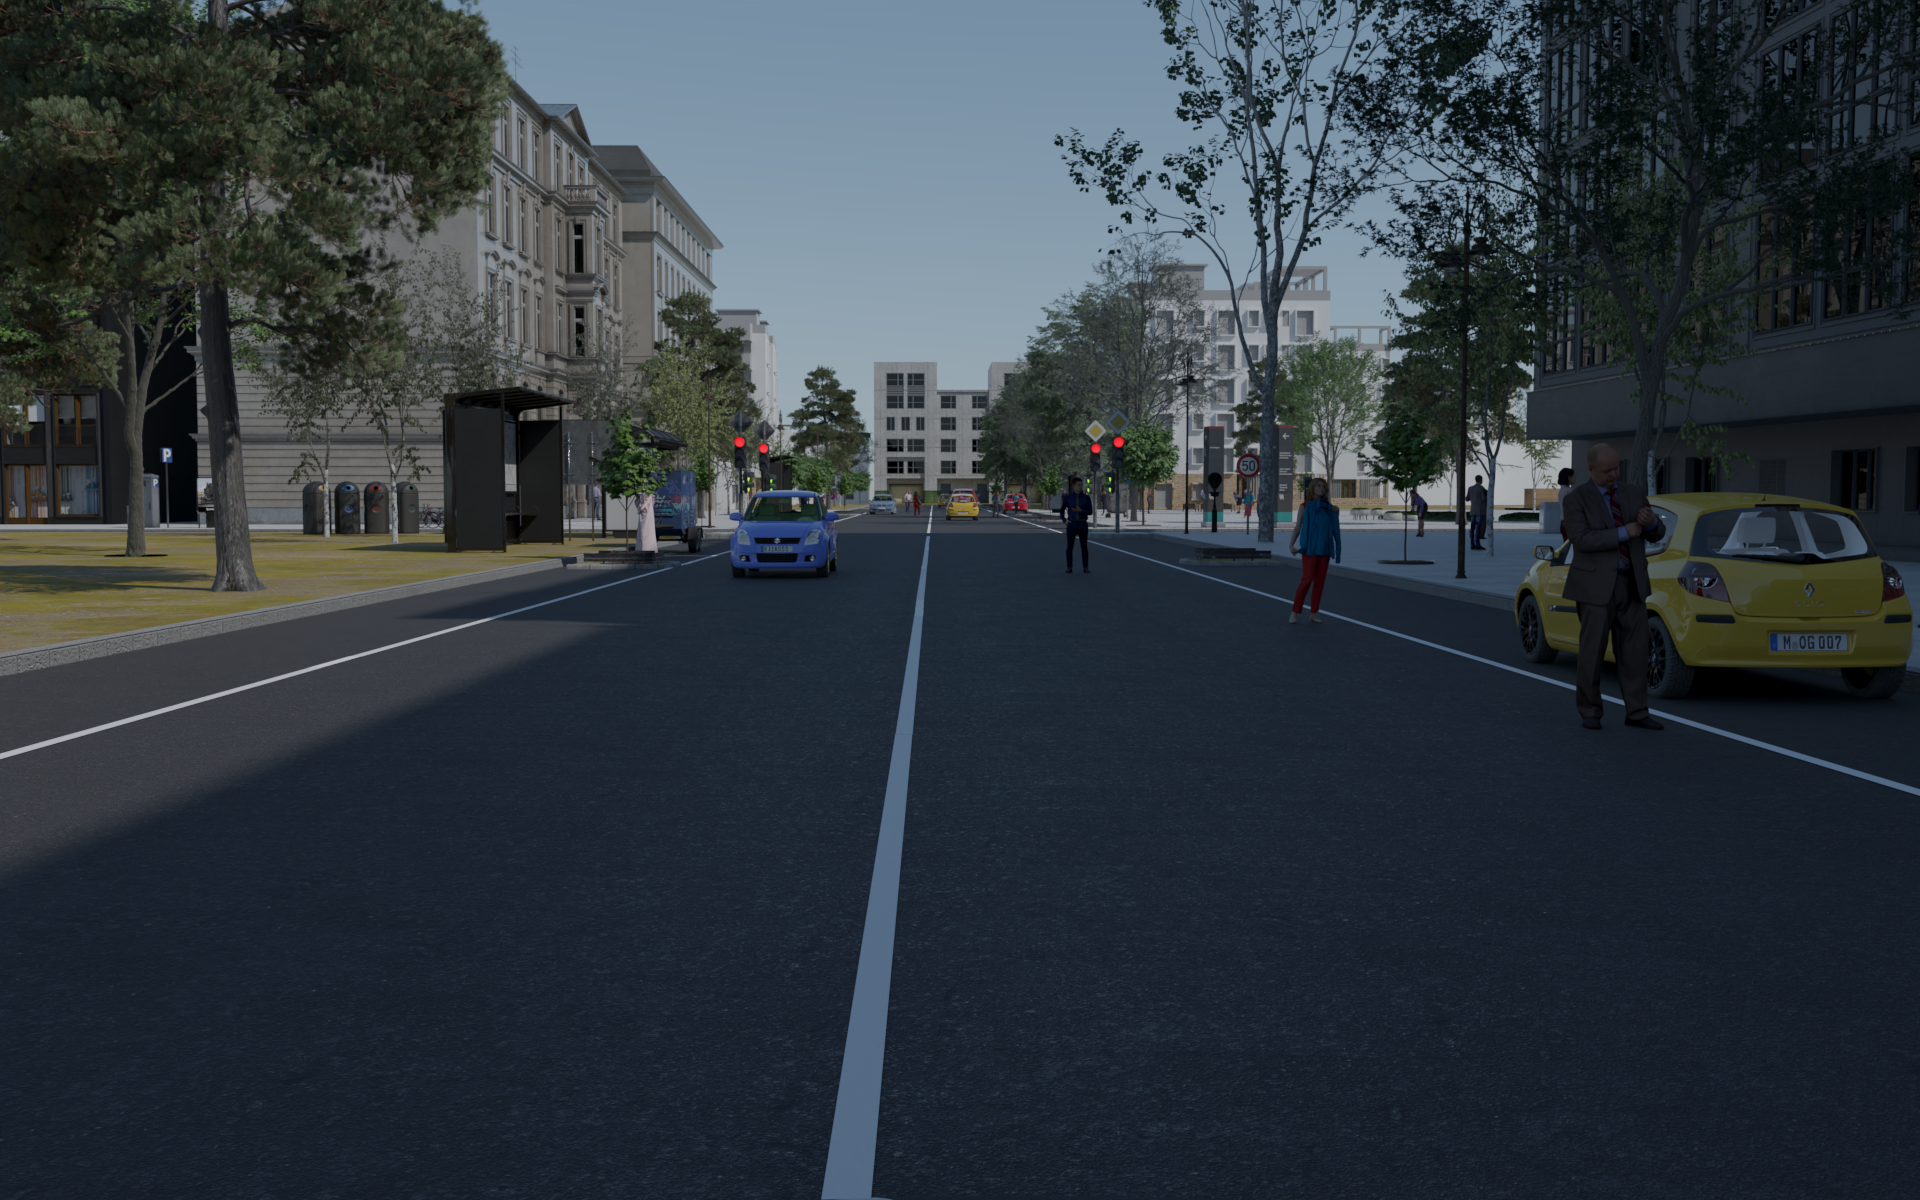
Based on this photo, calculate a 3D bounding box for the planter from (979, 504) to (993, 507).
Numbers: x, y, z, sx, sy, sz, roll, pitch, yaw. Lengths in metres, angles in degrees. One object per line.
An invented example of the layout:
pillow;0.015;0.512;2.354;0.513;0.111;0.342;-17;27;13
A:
planter;3.117;-10.587;194.236;1.991;0.319;1.994;0;4;-1

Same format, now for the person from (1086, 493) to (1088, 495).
person;6.927;-5.700;99.769;0.750;1.759;0.617;-2;4;-29

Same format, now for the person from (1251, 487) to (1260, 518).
person;11.497;-3.568;66.338;0.435;1.587;0.963;2;4;29

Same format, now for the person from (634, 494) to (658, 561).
person;-6.678;-1.678;36.609;0.621;1.740;0.551;-2;4;-31

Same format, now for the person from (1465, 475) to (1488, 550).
person;11.912;-2.008;39.700;0.431;1.722;0.655;-1;4;-20

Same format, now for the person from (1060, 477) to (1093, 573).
person;2.122;-1.362;31.472;0.576;1.737;0.504;0;4;-6

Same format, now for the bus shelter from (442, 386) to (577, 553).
bus shelter;-10.495;-3.030;40.825;1.731;3.624;6.357;0;4;-1

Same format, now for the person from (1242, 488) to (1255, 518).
person;15.335;-5.155;92.026;0.593;1.614;0.444;3;5;43

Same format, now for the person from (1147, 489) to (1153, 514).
person;12.373;-6.440;112.809;0.415;1.643;0.593;-1;4;-13

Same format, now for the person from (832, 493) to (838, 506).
person;-13.731;-11.087;190.555;0.697;1.427;0.421;2;4;29

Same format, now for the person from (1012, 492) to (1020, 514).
person;3.874;-6.664;119.665;0.429;1.552;0.499;-2;4;-26

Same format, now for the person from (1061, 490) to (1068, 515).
person;6.645;-6.129;108.468;0.471;1.553;0.569;-2;4;-25

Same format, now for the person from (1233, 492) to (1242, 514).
person;18.251;-6.405;114.003;0.421;1.427;0.697;-3;5;-40

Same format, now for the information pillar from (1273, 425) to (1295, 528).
information pillar;12.136;-4.643;65.293;0.750;3.857;0.750;-1;4;-16

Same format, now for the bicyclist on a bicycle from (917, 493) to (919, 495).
bicyclist on a bicycle;-5.223;-12.465;213.819;1.499;1.676;1.625;0;4;-2

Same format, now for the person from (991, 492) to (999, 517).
person;2.210;-6.002;108.690;0.516;1.574;0.319;3;5;44

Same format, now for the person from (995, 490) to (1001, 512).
person;3.006;-7.959;139.455;0.431;1.722;0.655;2;4;32

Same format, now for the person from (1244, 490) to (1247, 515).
person;17.341;-5.900;104.716;0.569;1.553;0.471;-3;4;-38

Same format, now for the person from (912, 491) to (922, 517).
person;-2.655;-5.932;107.196;0.444;1.614;0.593;-2;4;-29

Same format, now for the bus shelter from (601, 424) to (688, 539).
bus shelter;-9.618;-3.580;52.461;2.014;3.302;5.546;0;4;-1

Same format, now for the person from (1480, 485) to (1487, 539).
person;14.895;-2.507;49.297;0.388;1.546;0.482;1;4;22

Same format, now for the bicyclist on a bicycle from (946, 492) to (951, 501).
bicyclist on a bicycle;-0.849;-8.452;148.216;1.499;1.676;1.625;0;4;-2

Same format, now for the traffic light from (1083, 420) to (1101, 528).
traffic light;5.058;-4.637;65.052;0.839;4.213;0.868;0;4;-1

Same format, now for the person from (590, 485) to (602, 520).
person;-17.562;-4.778;84.032;0.709;1.838;0.599;2;4;31

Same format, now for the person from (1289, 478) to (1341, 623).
person;3.955;-0.556;19.291;0.593;1.614;0.444;0;4;6

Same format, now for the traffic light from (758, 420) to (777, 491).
traffic light;-7.302;-4.624;64.848;0.839;4.213;0.868;0;4;-1

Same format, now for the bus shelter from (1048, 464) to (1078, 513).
bus shelter;6.942;-7.553;117.416;2.014;3.302;5.546;0;4;-1

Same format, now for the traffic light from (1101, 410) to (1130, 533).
traffic light;5.180;-4.148;57.068;0.839;4.213;0.868;0;4;-1

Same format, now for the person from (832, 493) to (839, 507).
person;-12.635;-10.079;174.055;0.991;1.433;0.599;-1;4;-16

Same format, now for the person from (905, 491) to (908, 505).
person;-5.896;-11.446;196.175;0.617;1.759;0.750;-2;4;-34

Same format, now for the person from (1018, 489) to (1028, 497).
person;5.807;-9.692;164.599;1.348;1.812;0.705;-1;4;-9

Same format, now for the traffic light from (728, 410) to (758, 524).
traffic light;-7.180;-4.136;56.864;0.839;4.213;0.868;0;4;-1

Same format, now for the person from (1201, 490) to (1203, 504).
person;18.214;-7.516;128.792;0.709;1.838;0.599;-2;4;-30

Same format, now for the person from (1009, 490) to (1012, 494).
person;6.347;-12.716;214.463;1.217;1.766;0.721;0;4;5

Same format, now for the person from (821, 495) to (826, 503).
person;-12.313;-9.031;156.936;0.697;1.427;0.421;0;4;1

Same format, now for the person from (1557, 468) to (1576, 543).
person;8.510;-0.997;23.807;0.566;1.644;0.517;3;4;38

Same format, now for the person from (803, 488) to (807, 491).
person;-7.635;-4.665;85.479;0.504;1.737;0.576;-3;5;-39

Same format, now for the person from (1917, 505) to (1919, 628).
person;9.428;-0.596;16.493;0.576;1.737;0.504;0;4;-3

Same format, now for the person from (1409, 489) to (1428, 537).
person;13.690;-2.598;51.747;0.697;1.427;0.421;-2;4;-34

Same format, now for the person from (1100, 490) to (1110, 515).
person;8.729;-5.847;104.183;0.613;1.512;0.480;-3;4;-36

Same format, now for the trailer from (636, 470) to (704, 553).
trailer;-7.120;-2.132;41.899;1.471;1.999;3.904;0;4;-1

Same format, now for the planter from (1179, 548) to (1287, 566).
planter;5.547;-0.884;35.600;1.991;0.319;1.994;0;4;-1

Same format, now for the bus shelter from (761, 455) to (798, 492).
bus shelter;-11.097;-7.061;106.723;1.731;3.624;6.357;0;4;-1

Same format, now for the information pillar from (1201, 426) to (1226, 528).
information pillar;9.698;-4.702;66.252;0.750;3.857;0.750;-1;4;-9

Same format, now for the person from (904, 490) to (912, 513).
person;-3.830;-7.337;129.396;0.756;1.711;0.436;-2;4;-29
